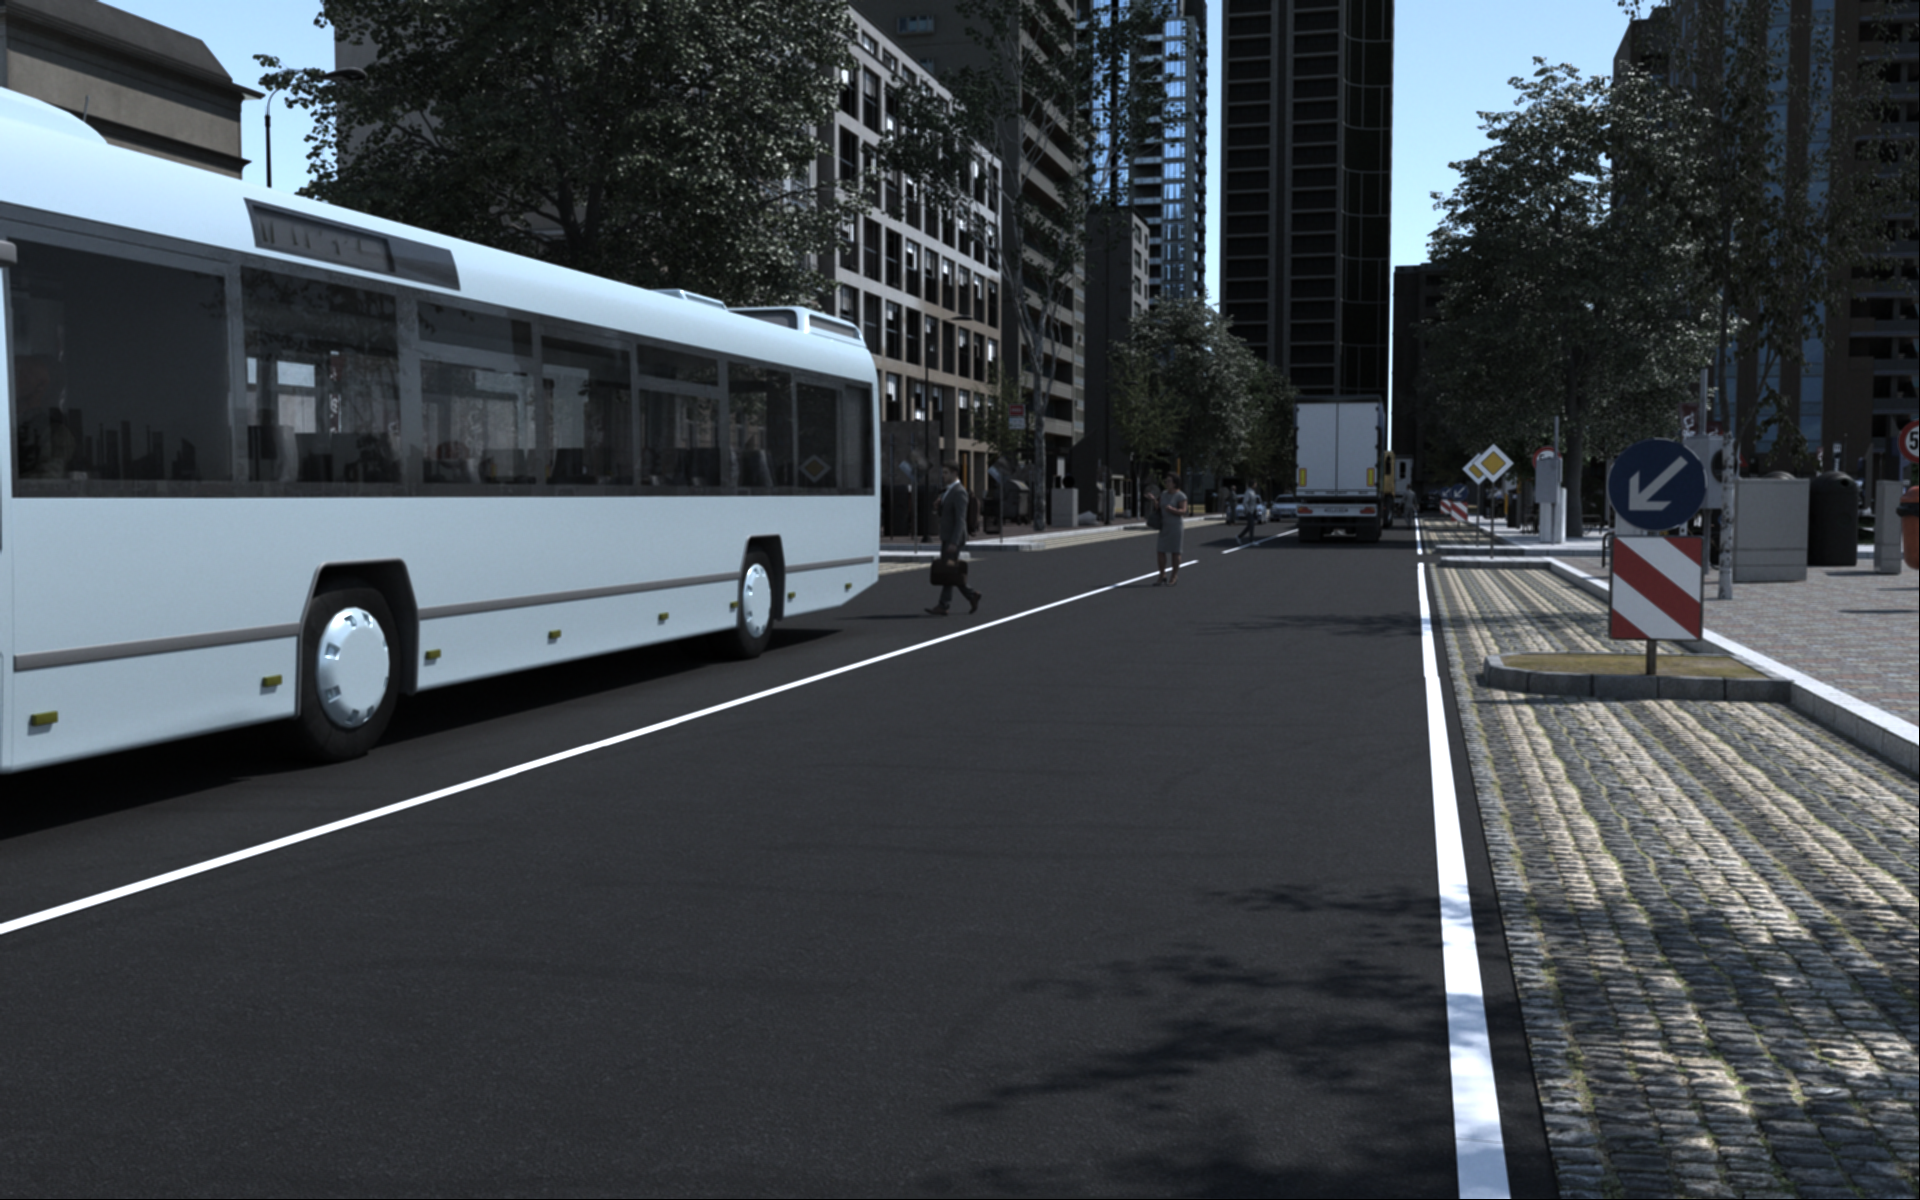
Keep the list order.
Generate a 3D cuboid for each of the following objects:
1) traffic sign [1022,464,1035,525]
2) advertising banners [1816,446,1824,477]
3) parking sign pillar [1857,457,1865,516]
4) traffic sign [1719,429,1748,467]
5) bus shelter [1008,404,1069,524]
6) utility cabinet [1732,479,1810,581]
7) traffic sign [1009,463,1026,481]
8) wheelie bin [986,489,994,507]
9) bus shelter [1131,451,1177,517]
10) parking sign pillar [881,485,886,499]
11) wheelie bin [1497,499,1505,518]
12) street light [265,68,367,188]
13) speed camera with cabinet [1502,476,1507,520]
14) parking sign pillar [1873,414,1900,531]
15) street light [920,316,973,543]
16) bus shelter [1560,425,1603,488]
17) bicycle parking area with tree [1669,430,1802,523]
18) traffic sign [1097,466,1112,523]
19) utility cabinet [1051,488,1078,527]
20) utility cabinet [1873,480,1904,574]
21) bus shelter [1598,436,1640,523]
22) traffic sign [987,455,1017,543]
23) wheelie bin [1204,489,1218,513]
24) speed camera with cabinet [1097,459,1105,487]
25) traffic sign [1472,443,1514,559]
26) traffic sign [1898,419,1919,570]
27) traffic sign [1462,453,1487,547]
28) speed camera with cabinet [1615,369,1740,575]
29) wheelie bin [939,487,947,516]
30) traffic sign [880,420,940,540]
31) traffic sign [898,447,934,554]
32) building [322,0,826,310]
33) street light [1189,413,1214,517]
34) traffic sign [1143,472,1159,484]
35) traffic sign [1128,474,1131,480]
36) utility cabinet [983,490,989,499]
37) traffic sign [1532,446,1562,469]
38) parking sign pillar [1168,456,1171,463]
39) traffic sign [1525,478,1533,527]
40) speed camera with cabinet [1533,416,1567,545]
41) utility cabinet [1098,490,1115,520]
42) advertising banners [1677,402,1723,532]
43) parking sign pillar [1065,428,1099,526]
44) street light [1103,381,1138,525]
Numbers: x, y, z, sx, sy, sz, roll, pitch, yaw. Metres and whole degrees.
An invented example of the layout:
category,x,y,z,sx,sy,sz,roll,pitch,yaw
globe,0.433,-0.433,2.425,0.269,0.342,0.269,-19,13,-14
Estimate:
category,x,y,z,sx,sy,sz,roll,pitch,yaw
traffic sign,2.929,-4.412,72.241,0.768,2.556,0.104,1,4,15
advertising banners,30.938,-4.097,63.168,2.074,3.025,0.090,-2,4,-35
parking sign pillar,47.985,-6.324,91.866,1.447,3.967,1.447,3,5,42
traffic sign,14.969,-2.079,33.998,0.884,2.594,0.081,1,4,21
bus shelter,3.876,-6.228,79.463,2.179,5.291,8.768,1,4,15
utility cabinet,11.757,-1.015,25.279,1.173,1.500,0.318,-1,4,-12
traffic sign,2.455,-4.474,73.156,0.884,2.594,0.081,1,4,15
wheelie bin,1.894,-5.587,99.250,0.980,1.594,0.693,3,5,43
bus shelter,10.972,-6.522,97.913,1.731,3.624,6.357,1,4,15
parking sign pillar,-3.051,-5.391,76.608,1.447,3.967,1.447,2,4,35
wheelie bin,29.026,-5.184,92.666,0.980,1.594,0.693,0,4,-4
street light,-7.140,-2.852,19.174,1.470,5.913,1.316,1,4,15
speed camera with cabinet,27.393,-5.488,84.067,2.038,3.252,0.660,1,4,10
parking sign pillar,31.995,-4.317,59.057,1.447,3.967,1.447,-3,5,-42
street light,-0.349,-4.452,45.336,1.470,5.913,1.316,1,4,15
bus shelter,29.821,-6.510,84.064,2.179,5.291,8.768,1,4,15
bicycle parking area with tree,35.053,-5.595,78.478,8.231,4.147,9.016,2,4,25
traffic sign,6.412,-4.727,77.388,0.768,2.556,0.104,1,4,19
utility cabinet,4.017,-3.530,66.387,0.318,1.500,1.173,-3,5,-41
utility cabinet,15.025,-1.182,28.007,0.318,1.500,1.173,1,4,23
bus shelter,24.451,-4.216,62.850,2.014,3.302,5.546,1,4,15
traffic sign,1.077,-2.524,44.903,0.795,2.450,0.064,1,4,15
wheelie bin,16.772,-6.612,116.006,0.980,1.594,0.693,1,4,21
speed camera with cabinet,7.221,-6.375,98.567,2.038,3.252,0.660,2,4,30
traffic sign,10.506,-1.867,34.166,0.795,2.450,0.064,1,4,15
traffic sign,16.226,-1.782,29.244,0.768,2.556,0.104,1,4,18
traffic sign,12.530,-2.339,41.891,0.795,2.450,0.064,1,4,15
speed camera with cabinet,11.191,-1.997,26.985,2.038,3.252,0.660,-2,4,-24
wheelie bin,-1.077,-5.375,95.789,0.693,1.594,0.980,-1,4,-13
traffic sign,-1.616,-3.325,48.232,2.265,3.308,0.079,2,4,24
traffic sign,-0.948,-2.051,37.178,0.795,2.450,0.064,1,4,15
building,-15.052,-17.574,73.235,13.634,28.700,20.117,1,4,15
street light,13.804,-7.728,98.887,1.470,5.913,1.316,1,4,15
traffic sign,10.021,-5.556,90.850,0.884,2.594,0.081,1,4,22
traffic sign,10.137,-6.158,100.782,0.768,2.556,0.104,1,4,18
utility cabinet,1.980,-5.971,106.311,1.173,1.500,0.318,0,4,-2
traffic sign,15.587,-2.808,46.016,0.768,2.556,0.104,2,4,24
parking sign pillar,13.491,-7.643,113.440,1.447,3.967,1.447,1,4,19
traffic sign,22.231,-4.159,68.006,0.884,2.594,0.081,1,4,16
speed camera with cabinet,15.226,-3.077,44.638,0.660,3.252,2.038,2,4,25
utility cabinet,6.949,-4.636,84.477,1.173,1.500,0.318,1,4,16
advertising banners,14.572,-2.266,33.236,2.074,3.025,0.090,-1,4,-18
parking sign pillar,4.909,-4.997,70.174,1.447,3.967,1.447,-2,4,-33
street light,6.664,-6.062,71.662,1.470,5.913,1.316,1,4,15
